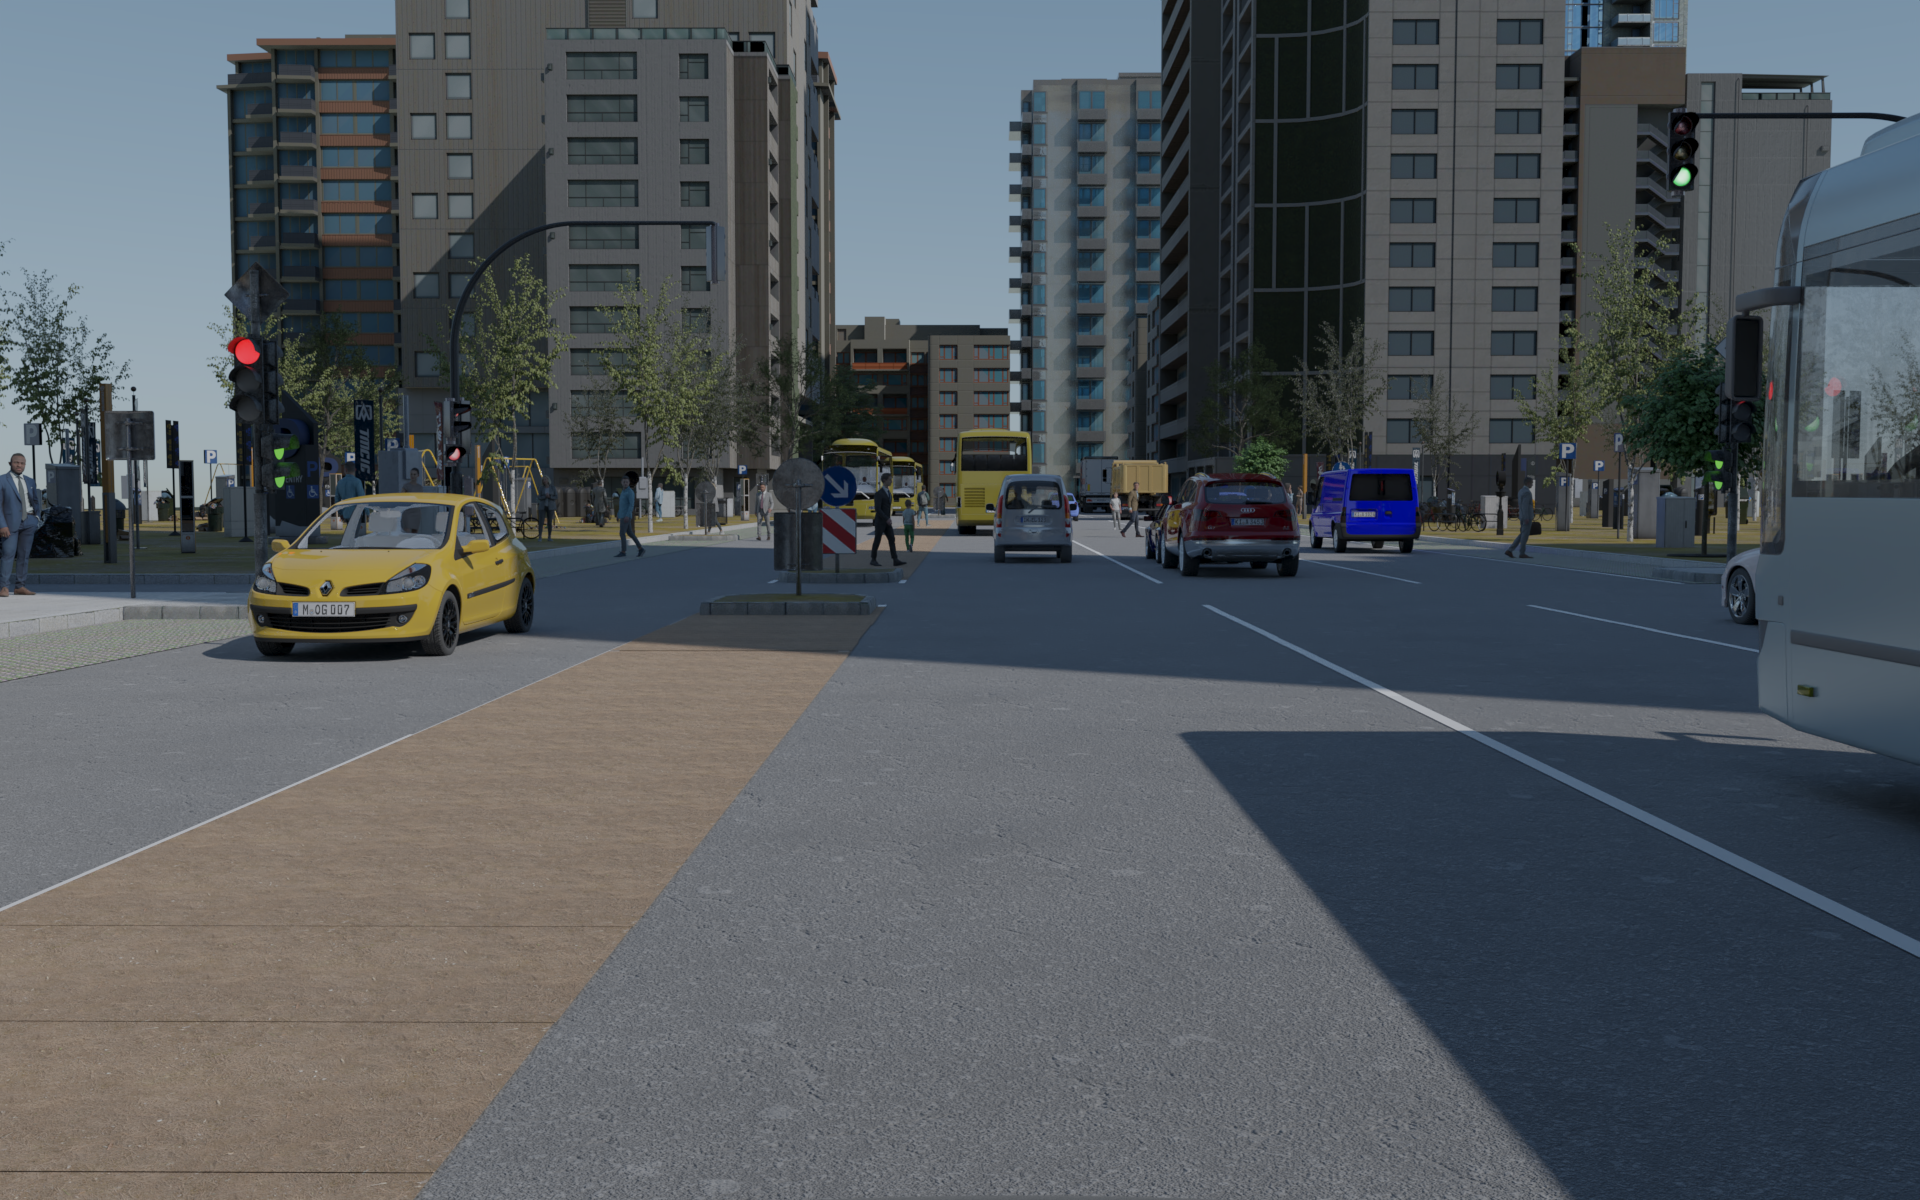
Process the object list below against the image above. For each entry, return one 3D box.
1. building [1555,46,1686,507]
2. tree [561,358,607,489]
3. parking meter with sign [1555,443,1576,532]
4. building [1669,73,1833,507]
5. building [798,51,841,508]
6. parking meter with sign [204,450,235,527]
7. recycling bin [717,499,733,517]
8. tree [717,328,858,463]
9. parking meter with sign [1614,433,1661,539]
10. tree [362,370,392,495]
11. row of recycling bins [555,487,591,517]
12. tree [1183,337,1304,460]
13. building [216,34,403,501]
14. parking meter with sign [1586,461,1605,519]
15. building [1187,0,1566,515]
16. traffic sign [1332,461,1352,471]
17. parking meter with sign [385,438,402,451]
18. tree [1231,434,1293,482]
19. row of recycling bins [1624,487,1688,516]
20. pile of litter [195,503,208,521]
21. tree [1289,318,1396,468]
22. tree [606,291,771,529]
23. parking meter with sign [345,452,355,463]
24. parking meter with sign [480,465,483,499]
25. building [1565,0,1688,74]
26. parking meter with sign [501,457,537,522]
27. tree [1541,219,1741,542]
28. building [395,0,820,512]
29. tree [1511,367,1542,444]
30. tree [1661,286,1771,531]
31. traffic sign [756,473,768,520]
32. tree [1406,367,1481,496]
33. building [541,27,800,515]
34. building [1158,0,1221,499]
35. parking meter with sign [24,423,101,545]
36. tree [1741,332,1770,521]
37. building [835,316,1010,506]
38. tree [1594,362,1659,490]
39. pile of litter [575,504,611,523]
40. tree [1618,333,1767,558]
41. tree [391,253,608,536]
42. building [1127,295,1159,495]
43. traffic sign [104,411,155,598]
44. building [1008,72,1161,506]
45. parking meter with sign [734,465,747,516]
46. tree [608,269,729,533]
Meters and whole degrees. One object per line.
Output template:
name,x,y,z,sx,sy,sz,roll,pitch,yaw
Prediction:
building,61.287,-31.893,171.558,14.200,45.320,14.600,0,4,1
tree,-18.767,-8.564,90.379,4.360,8.622,3.978,0,3,0
parking meter with sign,20.889,-3.893,59.908,0.543,3.016,1.738,1,4,13
building,75.773,-29.865,171.887,14.086,41.232,14.154,0,4,1
building,-24.794,-31.369,167.501,28.867,44.769,22.147,0,4,1
parking meter with sign,-28.754,-4.373,67.757,1.738,3.016,0.543,2,4,30
recycling bin,-13.154,-5.139,96.576,0.722,1.027,0.722,3,4,38
tree,-10.038,-10.021,98.255,8.767,10.594,7.601,0,4,-5
parking meter with sign,19.628,-3.258,49.532,1.738,3.016,0.543,-1,4,-8
tree,-32.532,-8.878,95.523,4.737,8.622,4.395,0,3,0
row of recycling bins,-22.001,-5.710,100.466,1.069,1.692,3.534,2,4,34
tree,16.821,-10.282,102.523,7.601,10.594,8.767,0,4,-2
building,-54.234,-31.408,168.150,28.867,44.769,22.147,0,4,1
parking meter with sign,33.234,-5.782,90.793,0.543,3.016,1.738,0,4,5
building,26.936,-41.451,115.974,20.563,71.187,20.611,0,4,1
traffic sign,14.923,-4.136,67.736,0.768,2.556,0.104,0,4,5
parking meter with sign,-17.444,-3.583,54.841,0.543,3.016,1.738,1,4,15
tree,16.578,-6.815,95.131,4.285,4.588,4.351,0,3,0
row of recycling bins,40.429,-5.717,100.581,3.534,1.692,1.069,0,4,7
pile of litter,-36.736,-4.287,84.062,1.719,0.858,1.176,1,4,11
tree,15.812,-7.416,71.621,4.360,8.622,3.978,0,3,0
tree,-9.973,-6.945,63.917,4.360,8.622,3.978,0,3,0
parking meter with sign,-25.543,-4.715,73.350,0.543,3.016,1.738,0,4,-7
parking meter with sign,-27.917,-6.595,104.096,1.738,3.016,0.543,0,4,1
building,66.690,-54.156,198.128,31.000,86.520,22.319,0,4,1
parking meter with sign,-20.285,-5.142,80.326,1.738,3.016,0.543,1,4,12
tree,18.064,-5.866,46.270,4.737,8.622,4.395,0,3,0
building,-25.065,-33.164,131.476,28.713,52.752,27.495,0,4,1
tree,27.037,-7.747,77.030,4.737,8.622,4.395,0,3,0
tree,27.139,-6.757,60.835,4.360,8.622,3.978,0,3,0
traffic sign,-9.636,-5.032,84.399,0.606,2.300,0.079,0,4,2
tree,27.755,-9.184,100.524,4.360,8.622,3.978,0,3,0
building,-18.067,-20.772,111.330,14.160,30.474,14.107,0,4,1
building,27.762,-31.486,138.491,21.300,48.544,21.600,0,4,1
parking meter with sign,-22.409,-2.879,43.326,0.543,3.016,1.738,2,4,24
tree,32.281,-7.262,69.092,4.737,8.622,4.395,0,3,0
building,-8.856,-21.876,202.717,28.899,21.520,27.650,0,4,1
tree,36.846,-8.817,94.527,4.360,8.622,3.978,0,3,0
pile of litter,-16.283,-3.820,76.426,1.719,0.858,1.176,1,4,20
tree,15.342,-3.164,35.440,4.285,4.588,4.351,0,3,0
tree,-13.781,-6.229,52.206,4.737,8.622,4.395,0,3,0
building,31.008,-19.550,164.681,27.650,21.520,28.899,0,4,1
traffic sign,-10.185,-1.171,21.276,0.606,2.300,0.079,0,4,1
building,20.803,-35.477,199.657,30.456,49.044,23.786,0,4,1
parking meter with sign,-13.148,-6.568,103.648,0.543,3.016,1.738,0,4,3
tree,-10.100,-6.552,57.484,4.737,8.622,4.395,0,3,0
